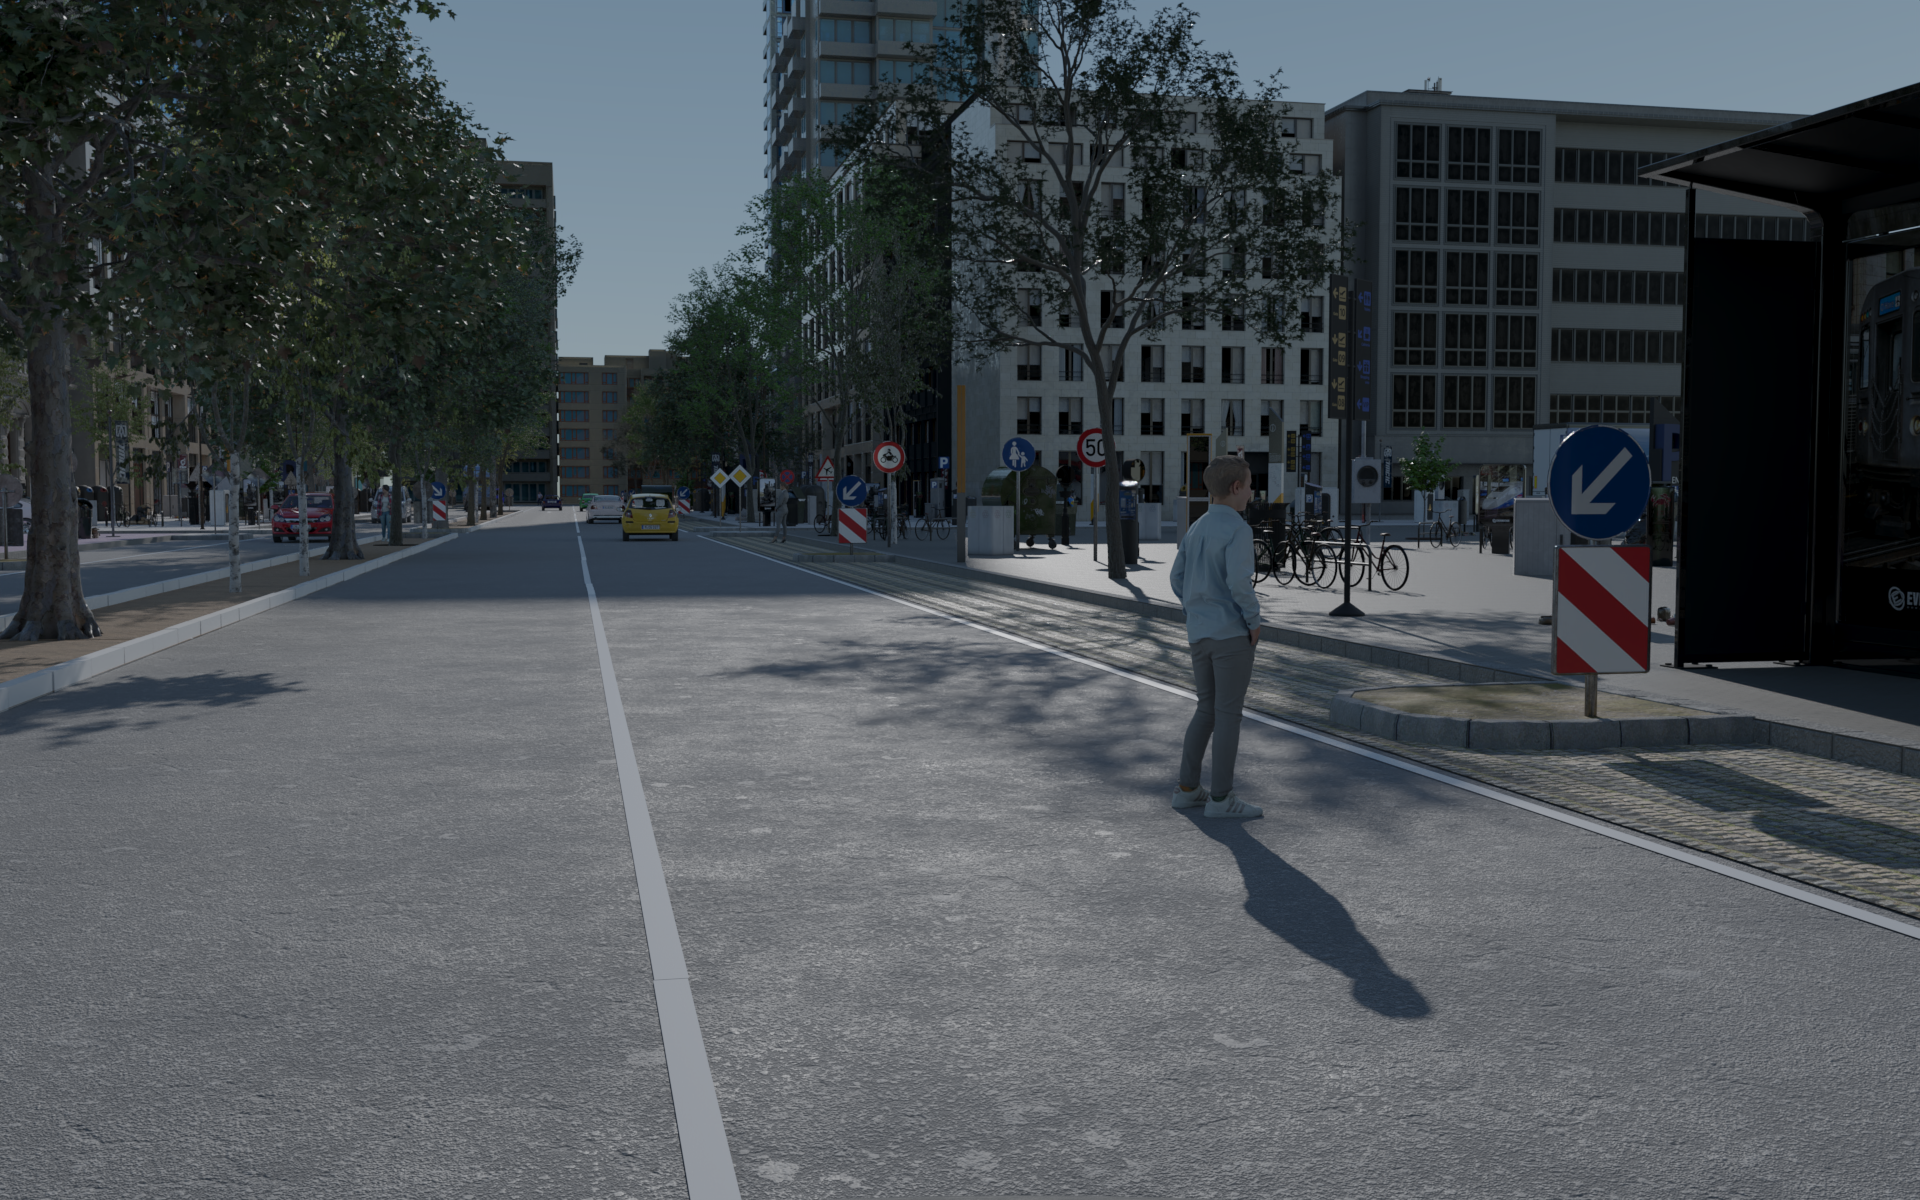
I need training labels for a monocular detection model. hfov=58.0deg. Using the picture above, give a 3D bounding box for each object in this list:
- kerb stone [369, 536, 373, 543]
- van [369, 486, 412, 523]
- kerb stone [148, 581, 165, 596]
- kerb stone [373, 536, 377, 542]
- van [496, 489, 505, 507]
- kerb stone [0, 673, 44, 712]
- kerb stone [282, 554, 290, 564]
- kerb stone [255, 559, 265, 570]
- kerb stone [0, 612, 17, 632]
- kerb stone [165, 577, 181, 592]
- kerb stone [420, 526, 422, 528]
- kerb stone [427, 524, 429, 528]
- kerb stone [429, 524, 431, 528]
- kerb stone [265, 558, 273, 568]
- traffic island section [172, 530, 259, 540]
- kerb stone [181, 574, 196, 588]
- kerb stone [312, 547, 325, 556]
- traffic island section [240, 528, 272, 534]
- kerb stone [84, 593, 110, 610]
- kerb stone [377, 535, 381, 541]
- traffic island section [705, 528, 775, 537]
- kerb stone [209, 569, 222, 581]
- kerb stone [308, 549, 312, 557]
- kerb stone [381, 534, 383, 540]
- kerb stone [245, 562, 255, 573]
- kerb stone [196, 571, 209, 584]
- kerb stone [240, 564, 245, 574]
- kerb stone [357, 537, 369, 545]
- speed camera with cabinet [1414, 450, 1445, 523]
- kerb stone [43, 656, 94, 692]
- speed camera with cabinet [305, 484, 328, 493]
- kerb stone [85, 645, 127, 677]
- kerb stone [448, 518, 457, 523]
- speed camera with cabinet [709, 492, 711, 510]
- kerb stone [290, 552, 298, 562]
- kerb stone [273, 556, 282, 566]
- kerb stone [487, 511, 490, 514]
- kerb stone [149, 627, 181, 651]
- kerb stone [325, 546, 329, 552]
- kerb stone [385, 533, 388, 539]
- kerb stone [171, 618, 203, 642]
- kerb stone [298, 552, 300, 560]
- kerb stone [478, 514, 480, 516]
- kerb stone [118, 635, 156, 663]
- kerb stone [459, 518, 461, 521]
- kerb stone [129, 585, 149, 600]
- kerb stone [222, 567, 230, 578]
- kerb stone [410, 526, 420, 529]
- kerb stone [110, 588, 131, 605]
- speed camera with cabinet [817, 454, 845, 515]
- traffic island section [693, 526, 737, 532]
[{"bbox_3d":[-17.316,-1.734,50.538,0.120,0.150,1.000,-1,4,-13],"label":"kerb stone"},{"bbox_3d":[-28.179,-4.821,85.831,2.013,2.044,4.112,-1,4,-13],"label":"van"},{"bbox_3d":[-11.475,-0.138,24.535,0.120,0.150,1.000,-1,4,-13],"label":"kerb stone"},{"bbox_3d":[-17.537,-1.795,51.536,0.120,0.150,1.000,-1,4,-13],"label":"kerb stone"},{"bbox_3d":[-52.329,-11.643,194.754,2.240,2.365,5.245,-1,4,-14],"label":"van"},{"bbox_3d":[-6.505,0.626,12.009,0.120,0.150,1.000,-1,4,-13],"label":"kerb stone"},{"bbox_3d":[-13.946,-0.816,35.539,0.120,0.150,1.000,-1,4,-13],"label":"kerb stone"},{"bbox_3d":[-13.267,-0.633,32.548,0.120,0.150,1.000,-1,4,-13],"label":"kerb stone"},{"bbox_3d":[-10.123,0.226,18.538,0.120,0.150,1.000,-1,4,-13],"label":"kerb stone"},{"bbox_3d":[-11.694,-0.204,25.538,0.120,0.150,1.000,-1,4,-13],"label":"kerb stone"},{"bbox_3d":[-21.259,-2.805,68.073,0.120,0.150,1.000,-1,4,-13],"label":"kerb stone"},{"bbox_3d":[-21.707,-2.929,70.082,0.120,0.150,1.000,-1,4,-13],"label":"kerb stone"},{"bbox_3d":[-21.930,-2.987,71.086,0.120,0.150,1.000,-1,4,-13],"label":"kerb stone"},{"bbox_3d":[-13.505,-0.694,33.543,0.120,0.150,1.000,-1,4,-13],"label":"kerb stone"},{"bbox_3d":[-23.721,-2.009,55.128,2.009,0.180,2.903,-1,4,-13],"label":"traffic island section"},{"bbox_3d":[-11.915,-0.265,26.536,0.120,0.150,1.000,-1,4,-13],"label":"kerb stone"},{"bbox_3d":[-15.063,-1.121,40.541,0.120,0.150,1.000,-1,4,-13],"label":"kerb stone"},{"bbox_3d":[-25.472,-2.486,62.919,2.009,0.180,2.903,-1,4,-13],"label":"traffic island section"},{"bbox_3d":[-10.796,0.040,21.537,0.120,0.150,1.000,-1,4,-13],"label":"kerb stone"},{"bbox_3d":[-17.762,-1.856,52.543,0.120,0.150,1.000,-1,4,-13],"label":"kerb stone"},{"bbox_3d":[-7.433,-2.232,58.771,2.009,0.180,2.903,-1,4,-13],"label":"traffic island section"},{"bbox_3d":[-12.370,-0.388,28.547,0.120,0.150,1.000,-1,4,-13],"label":"kerb stone"},{"bbox_3d":[-14.622,-0.999,38.545,0.120,0.150,1.000,-1,4,-13],"label":"kerb stone"},{"bbox_3d":[-17.988,-1.916,53.539,0.120,0.150,1.000,-1,4,-13],"label":"kerb stone"},{"bbox_3d":[-13.048,-0.572,31.550,0.120,0.150,1.000,-1,4,-13],"label":"kerb stone"},{"bbox_3d":[-12.149,-0.326,27.549,0.120,0.150,1.000,-1,4,-13],"label":"kerb stone"},{"bbox_3d":[-12.812,-0.511,30.542,0.120,0.150,1.000,-1,4,-13],"label":"kerb stone"},{"bbox_3d":[-17.094,-1.672,49.530,0.120,0.150,1.000,-1,4,-13],"label":"kerb stone"},{"bbox_3d":[20.993,-5.080,77.393,0.660,3.252,2.038,3,4,38],"label":"speed camera with cabinet"},{"bbox_3d":[-6.722,0.562,13.007,0.120,0.150,1.000,-1,4,-13],"label":"kerb stone"},{"bbox_3d":[-40.690,-6.984,108.521,2.038,3.252,0.660,0,4,-3],"label":"speed camera with cabinet"},{"bbox_3d":[-6.950,0.502,14.004,0.120,0.150,1.000,-1,4,-13],"label":"kerb stone"},{"bbox_3d":[-25.533,-3.970,87.108,0.120,0.150,1.000,-1,4,-13],"label":"kerb stone"},{"bbox_3d":[-18.927,-8.656,135.867,2.038,3.252,0.660,0,4,-3],"label":"speed camera with cabinet"},{"bbox_3d":[-14.161,-0.875,36.541,0.120,0.150,1.000,-1,4,-13],"label":"kerb stone"},{"bbox_3d":[-13.718,-0.750,34.543,0.120,0.150,1.000,-1,4,-13],"label":"kerb stone"},{"bbox_3d":[-34.982,-6.540,129.122,0.120,0.150,1.000,-1,4,-13],"label":"kerb stone"},{"bbox_3d":[-7.404,0.384,16.007,0.120,0.150,1.000,-1,4,-13],"label":"kerb stone"},{"bbox_3d":[-15.286,-1.183,41.538,0.120,0.150,1.000,-1,4,-13],"label":"kerb stone"},{"bbox_3d":[-18.216,-1.978,54.536,0.120,0.150,1.000,-1,4,-13],"label":"kerb stone"},{"bbox_3d":[-7.632,0.317,17.010,0.120,0.150,1.000,-1,4,-13],"label":"kerb stone"},{"bbox_3d":[-14.396,-0.939,37.548,0.120,0.150,1.000,-1,4,-13],"label":"kerb stone"},{"bbox_3d":[-32.061,-5.742,116.115,0.120,0.150,1.000,-1,4,-13],"label":"kerb stone"},{"bbox_3d":[-7.176,0.441,15.008,0.120,0.150,1.000,-1,4,-13],"label":"kerb stone"},{"bbox_3d":[-26.213,-4.154,90.112,0.120,0.150,1.000,-1,4,-13],"label":"kerb stone"},{"bbox_3d":[-11.248,-0.080,23.535,0.120,0.150,1.000,-1,4,-13],"label":"kerb stone"},{"bbox_3d":[-12.595,-0.447,29.544,0.120,0.150,1.000,-1,4,-13],"label":"kerb stone"},{"bbox_3d":[-20.812,-2.684,66.078,0.120,0.150,1.000,-1,4,-13],"label":"kerb stone"},{"bbox_3d":[-11.014,-0.015,22.536,0.120,0.150,1.000,-1,4,-13],"label":"kerb stone"},{"bbox_3d":[-6.354,-5.552,85.117,0.660,3.252,2.038,-2,4,-31],"label":"speed camera with cabinet"},{"bbox_3d":[-9.185,-2.708,66.562,2.009,0.180,2.903,-1,4,-13],"label":"traffic island section"}]
